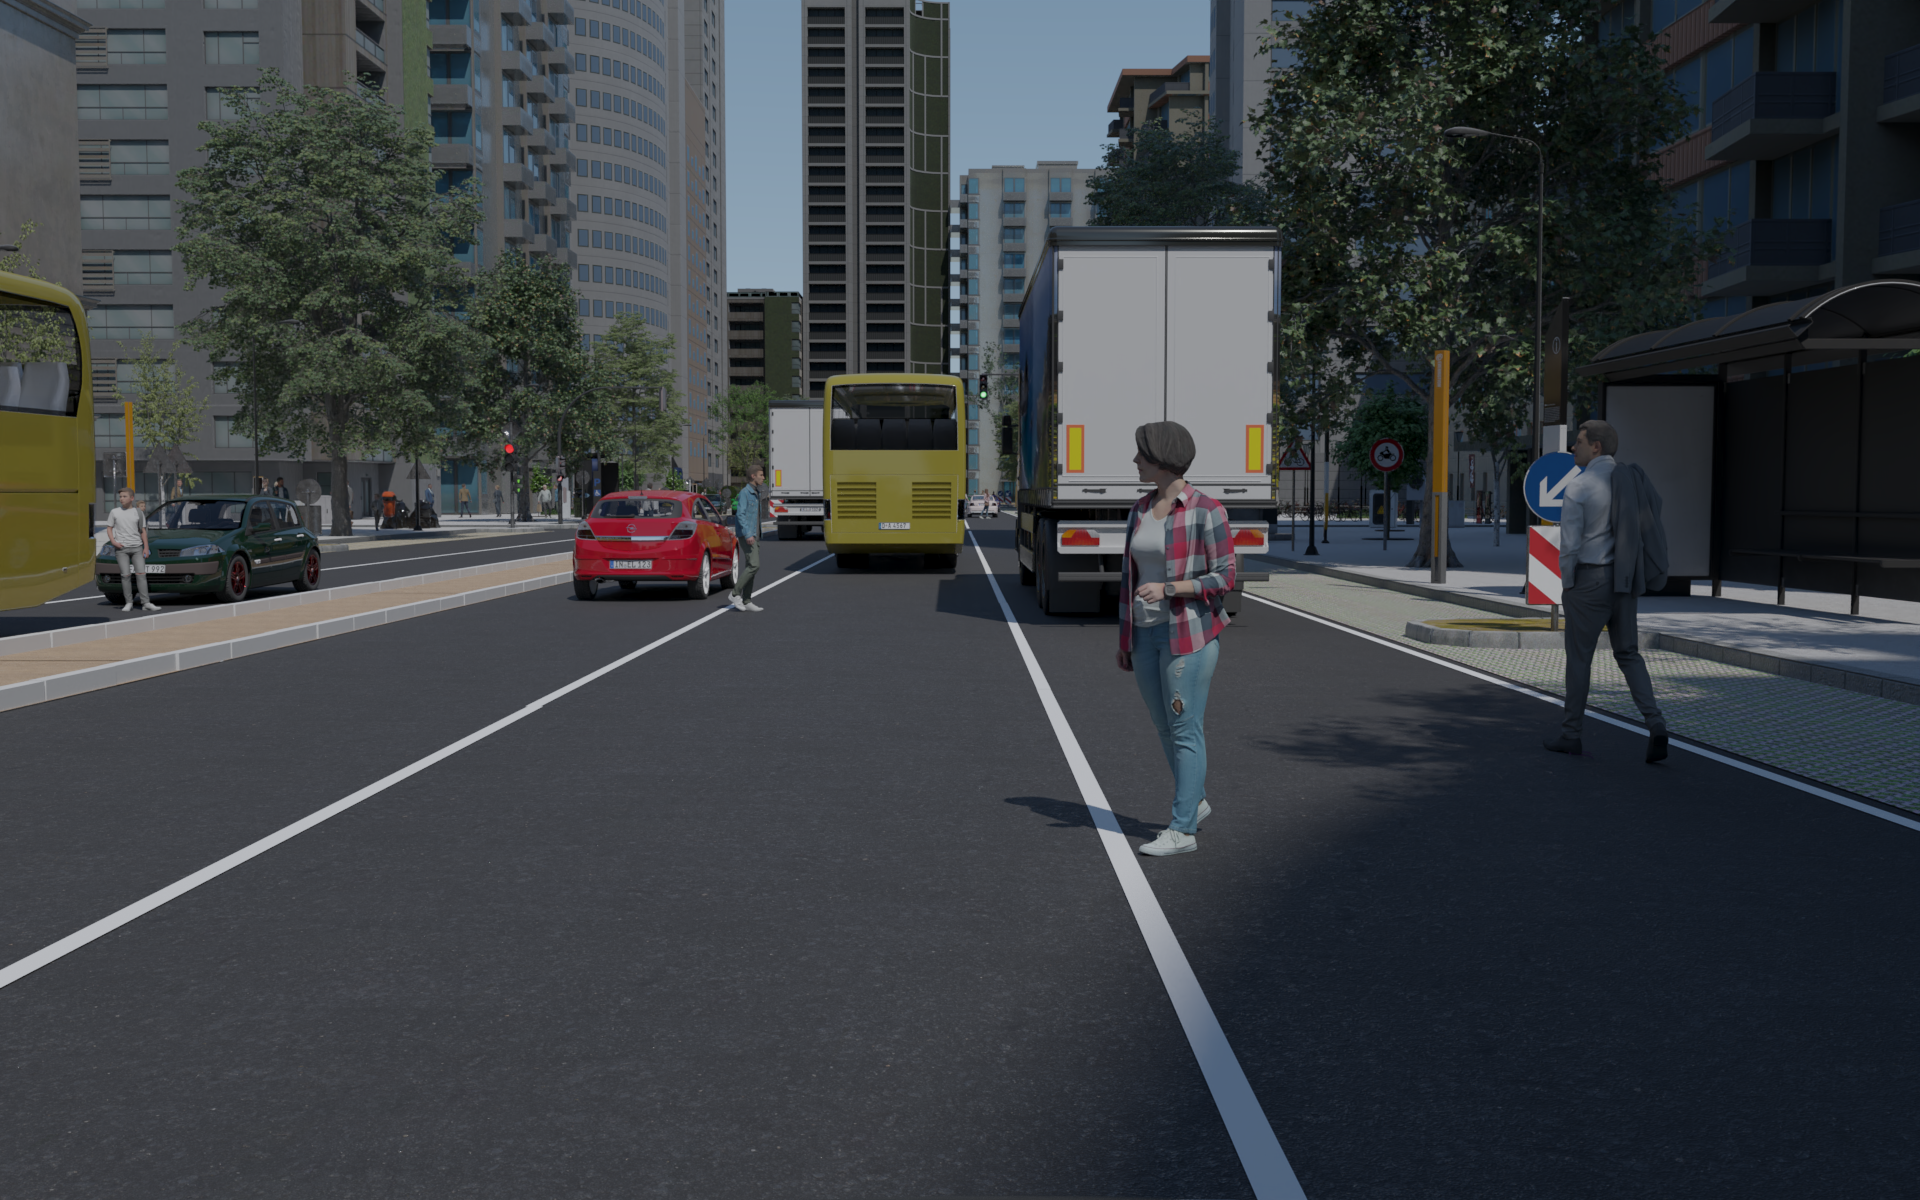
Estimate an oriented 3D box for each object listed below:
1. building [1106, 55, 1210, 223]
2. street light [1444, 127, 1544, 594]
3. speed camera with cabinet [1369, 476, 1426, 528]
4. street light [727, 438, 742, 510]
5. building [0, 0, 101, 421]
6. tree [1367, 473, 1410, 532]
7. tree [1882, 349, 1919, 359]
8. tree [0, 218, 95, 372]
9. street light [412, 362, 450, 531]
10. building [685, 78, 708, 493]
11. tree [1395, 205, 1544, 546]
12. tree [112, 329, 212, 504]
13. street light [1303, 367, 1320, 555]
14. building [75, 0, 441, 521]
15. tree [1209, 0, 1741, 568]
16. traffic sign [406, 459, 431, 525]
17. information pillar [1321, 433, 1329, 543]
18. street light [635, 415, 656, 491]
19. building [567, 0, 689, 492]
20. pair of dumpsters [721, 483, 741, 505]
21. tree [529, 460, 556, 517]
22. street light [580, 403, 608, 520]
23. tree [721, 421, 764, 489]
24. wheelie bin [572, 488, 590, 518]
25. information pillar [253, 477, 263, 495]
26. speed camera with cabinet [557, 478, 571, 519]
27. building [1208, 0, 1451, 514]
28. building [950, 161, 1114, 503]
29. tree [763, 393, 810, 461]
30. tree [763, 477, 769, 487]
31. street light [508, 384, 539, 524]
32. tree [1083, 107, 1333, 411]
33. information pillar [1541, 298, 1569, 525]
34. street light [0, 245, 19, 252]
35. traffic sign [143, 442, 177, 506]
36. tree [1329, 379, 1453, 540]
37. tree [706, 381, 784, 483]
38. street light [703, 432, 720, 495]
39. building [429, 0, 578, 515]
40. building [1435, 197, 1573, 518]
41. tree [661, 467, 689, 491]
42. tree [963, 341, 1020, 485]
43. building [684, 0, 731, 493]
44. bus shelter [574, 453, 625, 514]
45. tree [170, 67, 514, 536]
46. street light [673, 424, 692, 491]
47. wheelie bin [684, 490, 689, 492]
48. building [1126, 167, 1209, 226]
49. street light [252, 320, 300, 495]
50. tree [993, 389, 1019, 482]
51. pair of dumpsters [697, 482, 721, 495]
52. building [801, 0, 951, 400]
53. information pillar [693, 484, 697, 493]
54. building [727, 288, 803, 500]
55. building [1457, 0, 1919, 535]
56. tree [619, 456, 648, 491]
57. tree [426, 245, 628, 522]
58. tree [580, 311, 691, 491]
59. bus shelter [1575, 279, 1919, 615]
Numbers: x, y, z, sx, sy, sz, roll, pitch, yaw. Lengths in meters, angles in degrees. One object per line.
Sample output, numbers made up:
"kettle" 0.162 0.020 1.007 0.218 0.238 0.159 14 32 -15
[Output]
"building" 26.522 -31.989 177.638 22.147 44.769 28.867 0 4 0
"street light" 6.824 -3.031 22.101 1.470 5.913 1.316 0 4 0
"speed camera with cabinet" 16.518 -4.340 65.300 2.038 3.252 0.660 1 4 22
"street light" -18.716 -10.453 143.442 1.470 5.913 1.316 0 4 0
"building" -44.385 -14.066 49.059 34.723 24.649 14.460 0 4 0
"tree" 14.777 -3.981 59.689 1.663 3.219 1.824 0 3 0
"tree" 13.091 -2.306 21.416 4.285 4.588 4.351 0 3 0
"tree" -23.808 -5.668 43.041 4.737 8.622 4.395 0 3 0
"street light" -18.351 -5.359 60.167 1.470 5.913 1.316 0 4 0
"building" -34.684 -32.595 183.032 14.600 45.320 14.200 0 4 0
"tree" 12.937 -5.608 42.054 4.737 8.622 4.395 0 3 0
"tree" -35.649 -7.766 77.342 4.737 8.622 4.395 0 3 0
"street light" 6.846 -3.894 36.206 1.470 5.913 1.316 0 4 0
"building" -35.402 -24.659 86.763 14.154 41.232 14.086 0 4 0
"tree" 8.488 -6.920 30.150 9.611 12.733 9.660 0 3 0
"traffic sign" -19.373 -3.790 61.971 0.884 2.594 0.081 0 4 1
"information pillar" 9.520 -3.281 44.995 0.183 3.616 0.504 0 4 7
"street light" -18.465 -7.885 101.463 1.470 5.913 1.316 0 4 0
"building" -38.177 -37.887 161.447 21.231 58.520 28.212 0 4 0
"pair of dumpsters" -19.430 -8.835 146.948 1.574 2.255 4.437 0 4 0
"tree" -23.621 -6.253 96.835 1.663 3.219 1.824 0 3 0
"street light" -18.398 -7.008 87.118 1.470 5.913 1.316 0 4 0
"tree" -20.725 -13.185 165.929 4.737 8.622 4.395 0 3 0
"wheelie bin" -20.528 -5.247 93.691 0.980 1.594 0.693 0 4 2
"information pillar" -29.706 -4.212 73.359 0.304 2.012 0.304 -3 5 -45
"speed camera with cabinet" -20.884 -5.930 91.284 0.660 3.252 2.038 -1 4 -16
"building" 28.773 -35.717 125.976 21.231 58.520 28.212 0 4 0
"building" 13.858 -38.648 251.509 30.456 49.044 23.786 0 4 0
"tree" -19.994 -19.074 218.508 9.857 13.997 8.962 0 3 0
"tree" -19.867 -11.180 177.397 1.663 3.219 1.824 0 3 0
"street light" -18.428 -6.153 73.144 1.470 5.913 1.316 0 4 0
"tree" 7.871 -9.235 57.648 9.857 13.997 8.962 0 3 0
"information pillar" 7.204 -1.811 20.970 0.183 3.616 0.504 0 4 -6
"street light" -18.229 -3.662 32.407 1.470 5.913 1.316 0 4 0
"traffic sign" -20.120 -2.663 43.540 0.884 2.594 0.081 0 4 5
"tree" 12.085 -3.963 48.509 4.285 4.588 4.351 0 3 0
"tree" -19.363 -14.257 158.851 9.928 11.665 9.643 0 3 0
"street light" -18.619 -9.605 129.579 1.470 5.913 1.316 0 4 0
"building" -38.745 -30.405 116.725 23.786 49.044 30.456 0 4 0
"building" 43.899 -15.253 94.432 28.899 21.520 27.650 0 4 0
"tree" -20.392 -7.890 123.605 1.663 3.219 1.824 0 3 0
"tree" 5.829 -22.000 215.584 12.611 20.169 13.585 0 3 0
"building" -38.973 -46.870 204.568 20.611 71.187 20.563 0 4 0
"bus shelter" -20.620 -6.606 99.294 1.731 3.624 6.357 0 4 0
"tree" -18.794 -8.921 52.515 9.857 13.997 8.962 0 3 0
"street light" -18.547 -8.733 115.326 1.470 5.913 1.316 0 4 0
"wheelie bin" -20.561 -7.461 129.898 0.980 1.594 0.693 -3 5 -40
"building" 21.692 -23.492 155.795 14.160 30.474 14.107 0 4 0
"street light" -18.270 -4.509 46.270 1.470 5.913 1.316 0 4 0
"tree" 7.047 -16.377 185.888 7.486 12.596 7.792 0 3 0
"pair of dumpsters" -20.701 -8.446 140.588 1.574 2.255 4.437 0 3 0
"building" -11.669 -49.606 249.315 20.611 71.187 20.563 0 4 0
"information pillar" -19.159 -7.384 125.212 0.304 2.012 0.304 0 4 -3
"building" -29.061 -29.042 246.542 14.107 30.474 14.160 0 4 0
"building" 27.321 -23.701 42.140 22.147 44.769 28.867 0 4 0
"tree" -28.167 -9.980 146.879 4.285 4.588 4.351 0 3 0
"tree" -20.036 -9.959 79.839 9.611 12.733 9.660 0 3 0
"tree" -20.505 -11.618 108.074 7.486 12.596 7.792 0 3 0
"bus shelter" 8.764 -1.541 19.112 2.014 3.302 5.546 0 4 0
